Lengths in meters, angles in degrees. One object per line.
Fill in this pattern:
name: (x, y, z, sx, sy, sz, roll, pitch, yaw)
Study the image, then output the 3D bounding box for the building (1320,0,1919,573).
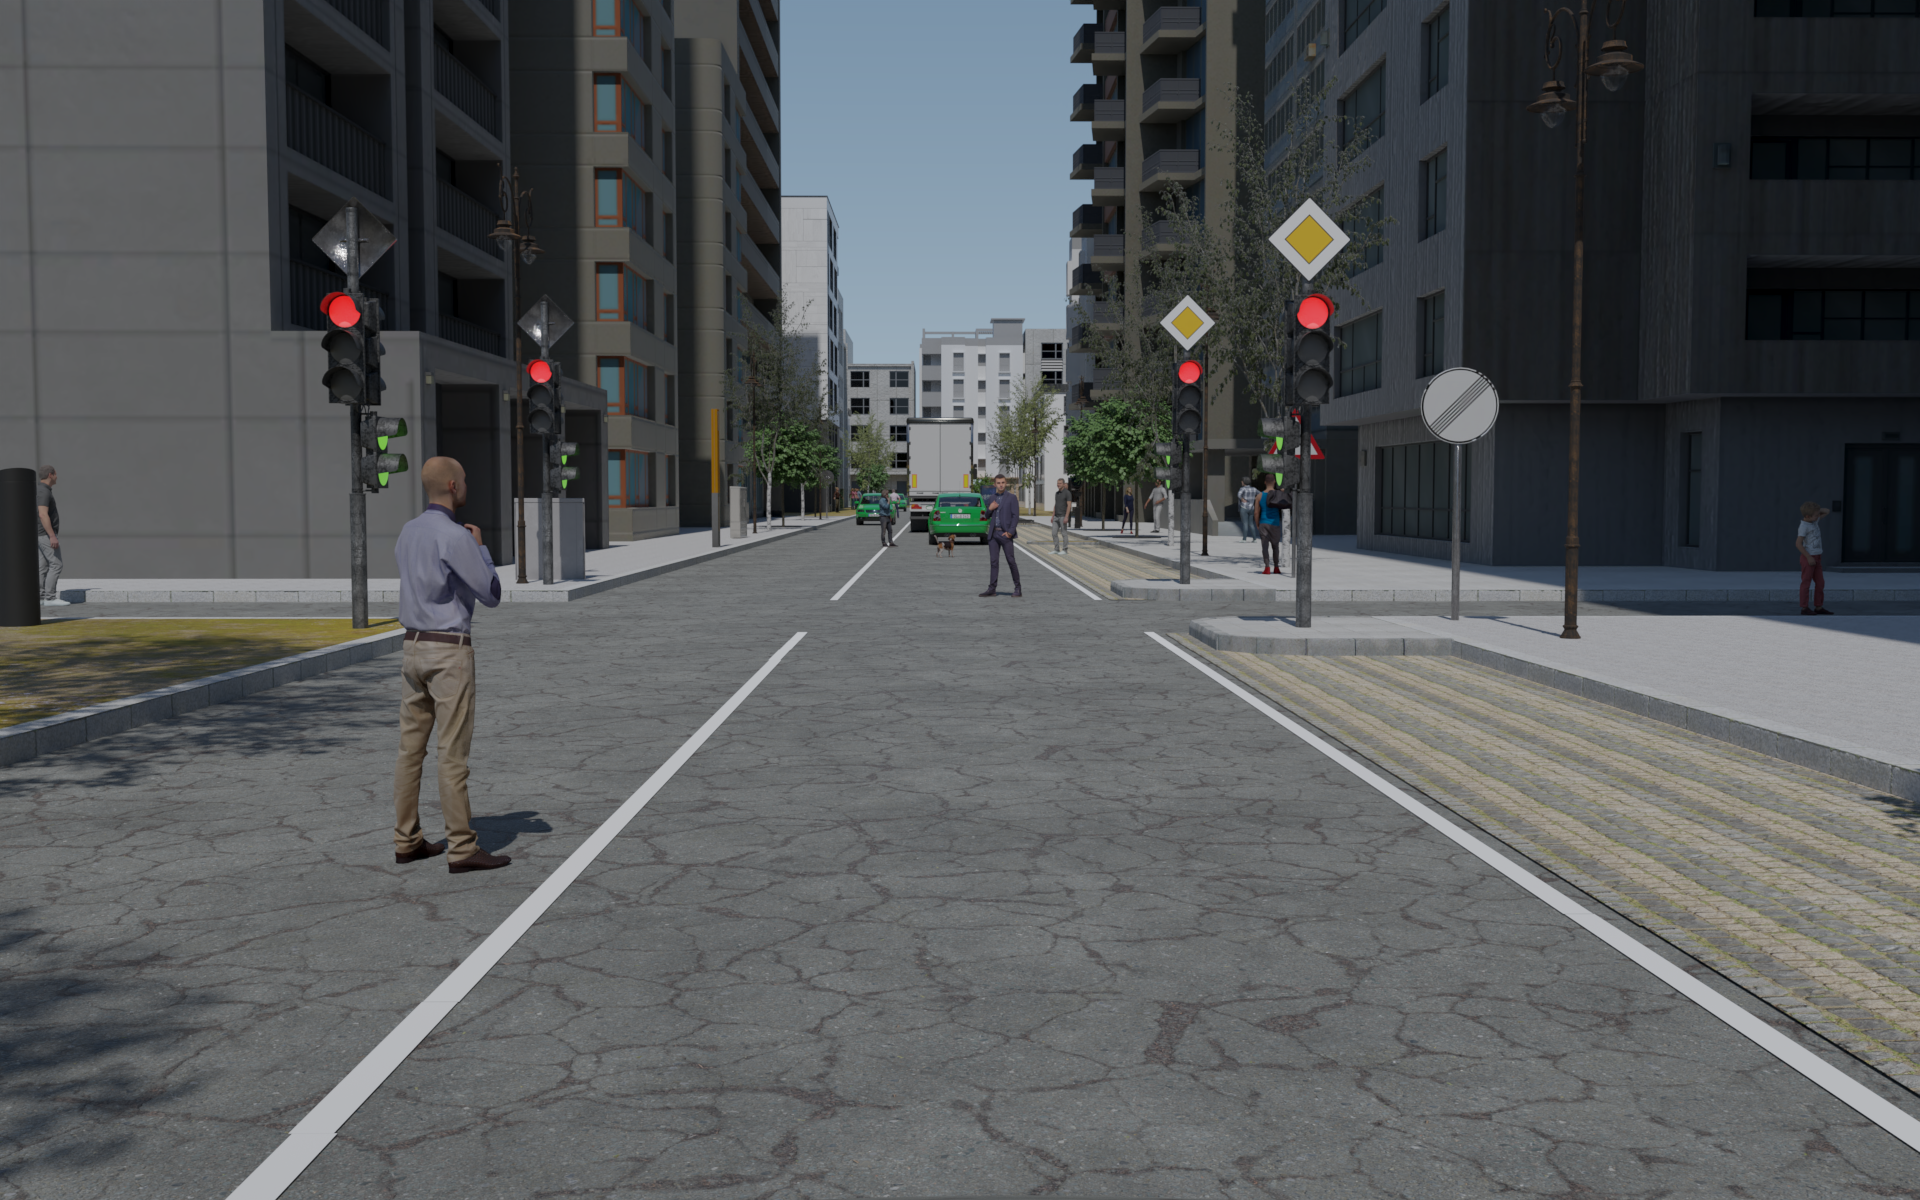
building: (15.380, -15.986, 33.076, 14.107, 30.474, 14.160, 0, 4, -1)

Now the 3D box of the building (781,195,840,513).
building: (-22.976, -16.667, 116.474, 27.936, 21.610, 32.646, 0, 4, -1)

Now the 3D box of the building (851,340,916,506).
building: (-20.777, -20.024, 193.855, 31.486, 18.905, 16.747, 0, 4, -1)

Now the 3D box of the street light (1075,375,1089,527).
street light: (4.723, -5.794, 67.524, 0.468, 5.910, 1.993, 0, 4, -1)

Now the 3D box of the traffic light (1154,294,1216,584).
traffic light: (3.185, -2.179, 24.547, 0.839, 4.253, 0.868, 0, 4, -1)

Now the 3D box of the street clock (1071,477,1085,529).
street clock: (4.379, -3.667, 64.523, 0.471, 2.002, 0.358, 1, 4, 21)

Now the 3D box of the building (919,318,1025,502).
building: (1.217, -20.562, 192.612, 11.380, 20.091, 16.016, 0, 4, -1)

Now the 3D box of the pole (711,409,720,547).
pole: (-5.865, -2.920, 41.584, 0.158, 3.312, 0.155, 0, 3, 0)

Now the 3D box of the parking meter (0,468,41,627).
parking meter: (-9.173, -0.516, 16.847, 0.372, 1.533, 0.369, 0, 3, 0)

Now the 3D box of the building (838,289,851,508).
building: (-18.812, -17.258, 148.620, 16.747, 18.905, 31.486, 0, 4, -1)

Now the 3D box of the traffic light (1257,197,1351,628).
traffic light: (3.288, -1.691, 16.563, 0.839, 4.253, 0.868, 0, 4, -1)

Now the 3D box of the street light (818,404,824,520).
street light: (-7.039, -6.997, 87.182, 0.468, 5.910, 1.993, 0, 4, -1)

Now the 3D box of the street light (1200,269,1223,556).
street light: (5.084, -3.853, 35.778, 0.468, 5.910, 1.993, 0, 4, -1)

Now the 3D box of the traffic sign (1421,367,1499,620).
traffic sign: (5.034, -1.066, 17.532, 0.768, 2.556, 0.104, 0, 4, 6)

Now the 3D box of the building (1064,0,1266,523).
building: (16.886, -26.318, 84.925, 22.147, 44.769, 28.867, 0, 4, -1)

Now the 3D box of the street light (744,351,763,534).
street light: (-6.666, -5.097, 56.127, 0.468, 5.910, 1.993, 0, 4, -1)

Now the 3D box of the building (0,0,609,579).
building: (-18.448, -36.449, 34.194, 20.563, 71.187, 20.611, 0, 4, -1)

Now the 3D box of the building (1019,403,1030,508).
building: (10.490, -13.354, 160.480, 9.099, 9.664, 28.070, 0, 4, -1)

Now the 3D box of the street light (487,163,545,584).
street light: (-6.275, -3.172, 24.654, 0.468, 5.910, 1.993, 0, 4, -1)

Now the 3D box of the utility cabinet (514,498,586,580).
utility cabinet: (-6.164, -0.911, 26.056, 1.020, 1.237, 0.306, -1, 4, -11)

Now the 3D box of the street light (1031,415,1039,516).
street light: (4.306, -7.742, 99.363, 0.468, 5.910, 1.993, 0, 4, -1)

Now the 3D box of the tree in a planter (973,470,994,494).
tree in a planter: (1.916, -7.914, 126.619, 1.991, 3.239, 1.994, 0, 4, -1)

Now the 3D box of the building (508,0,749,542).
building: (-22.848, -13.170, 60.364, 27.650, 21.520, 28.899, 0, 4, -1)

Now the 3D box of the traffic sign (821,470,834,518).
traffic sign: (-7.101, -5.638, 92.284, 0.768, 2.556, 0.104, 0, 4, 7)

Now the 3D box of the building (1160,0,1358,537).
building: (23.723, -22.440, 58.769, 32.217, 40.220, 23.993, 0, 4, -1)

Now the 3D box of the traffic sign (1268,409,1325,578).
traffic sign: (5.101, -1.615, 26.417, 0.884, 2.594, 0.081, 0, 4, 3)

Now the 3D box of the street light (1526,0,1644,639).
street light: (5.428, -2.596, 15.226, 0.468, 5.910, 1.993, 0, 4, -1)

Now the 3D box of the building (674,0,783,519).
building: (-20.394, -28.200, 84.775, 21.300, 48.544, 21.600, 0, 4, -1)

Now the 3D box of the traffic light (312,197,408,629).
traffic light: (-5.713, -1.683, 16.432, 0.839, 4.253, 0.868, 0, 4, -1)

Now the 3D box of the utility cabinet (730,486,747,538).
utility cabinet: (-6.439, -2.556, 50.461, 0.318, 1.500, 1.173, 0, 4, 3)

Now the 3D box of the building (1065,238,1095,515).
building: (15.010, -15.641, 112.144, 16.016, 20.091, 11.380, 0, 4, -1)

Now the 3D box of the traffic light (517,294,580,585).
traffic light: (-5.815, -2.171, 24.416, 0.839, 4.253, 0.868, 0, 4, -1)

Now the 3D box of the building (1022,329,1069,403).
building: (22.637, -20.023, 193.839, 31.486, 18.905, 16.747, 0, 4, -1)

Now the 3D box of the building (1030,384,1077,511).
building: (10.871, -11.618, 132.100, 9.099, 9.664, 28.070, 0, 4, -1)

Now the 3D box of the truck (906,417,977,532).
truck: (-0.703, -4.895, 68.951, 2.839, 4.237, 11.283, 0, 4, 0)

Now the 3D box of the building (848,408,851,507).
building: (-24.878, -13.913, 169.617, 28.070, 9.664, 9.099, 0, 4, -1)

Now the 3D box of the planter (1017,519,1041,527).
planter: (2.549, -3.402, 76.770, 1.991, 0.319, 1.994, 0, 4, -1)
